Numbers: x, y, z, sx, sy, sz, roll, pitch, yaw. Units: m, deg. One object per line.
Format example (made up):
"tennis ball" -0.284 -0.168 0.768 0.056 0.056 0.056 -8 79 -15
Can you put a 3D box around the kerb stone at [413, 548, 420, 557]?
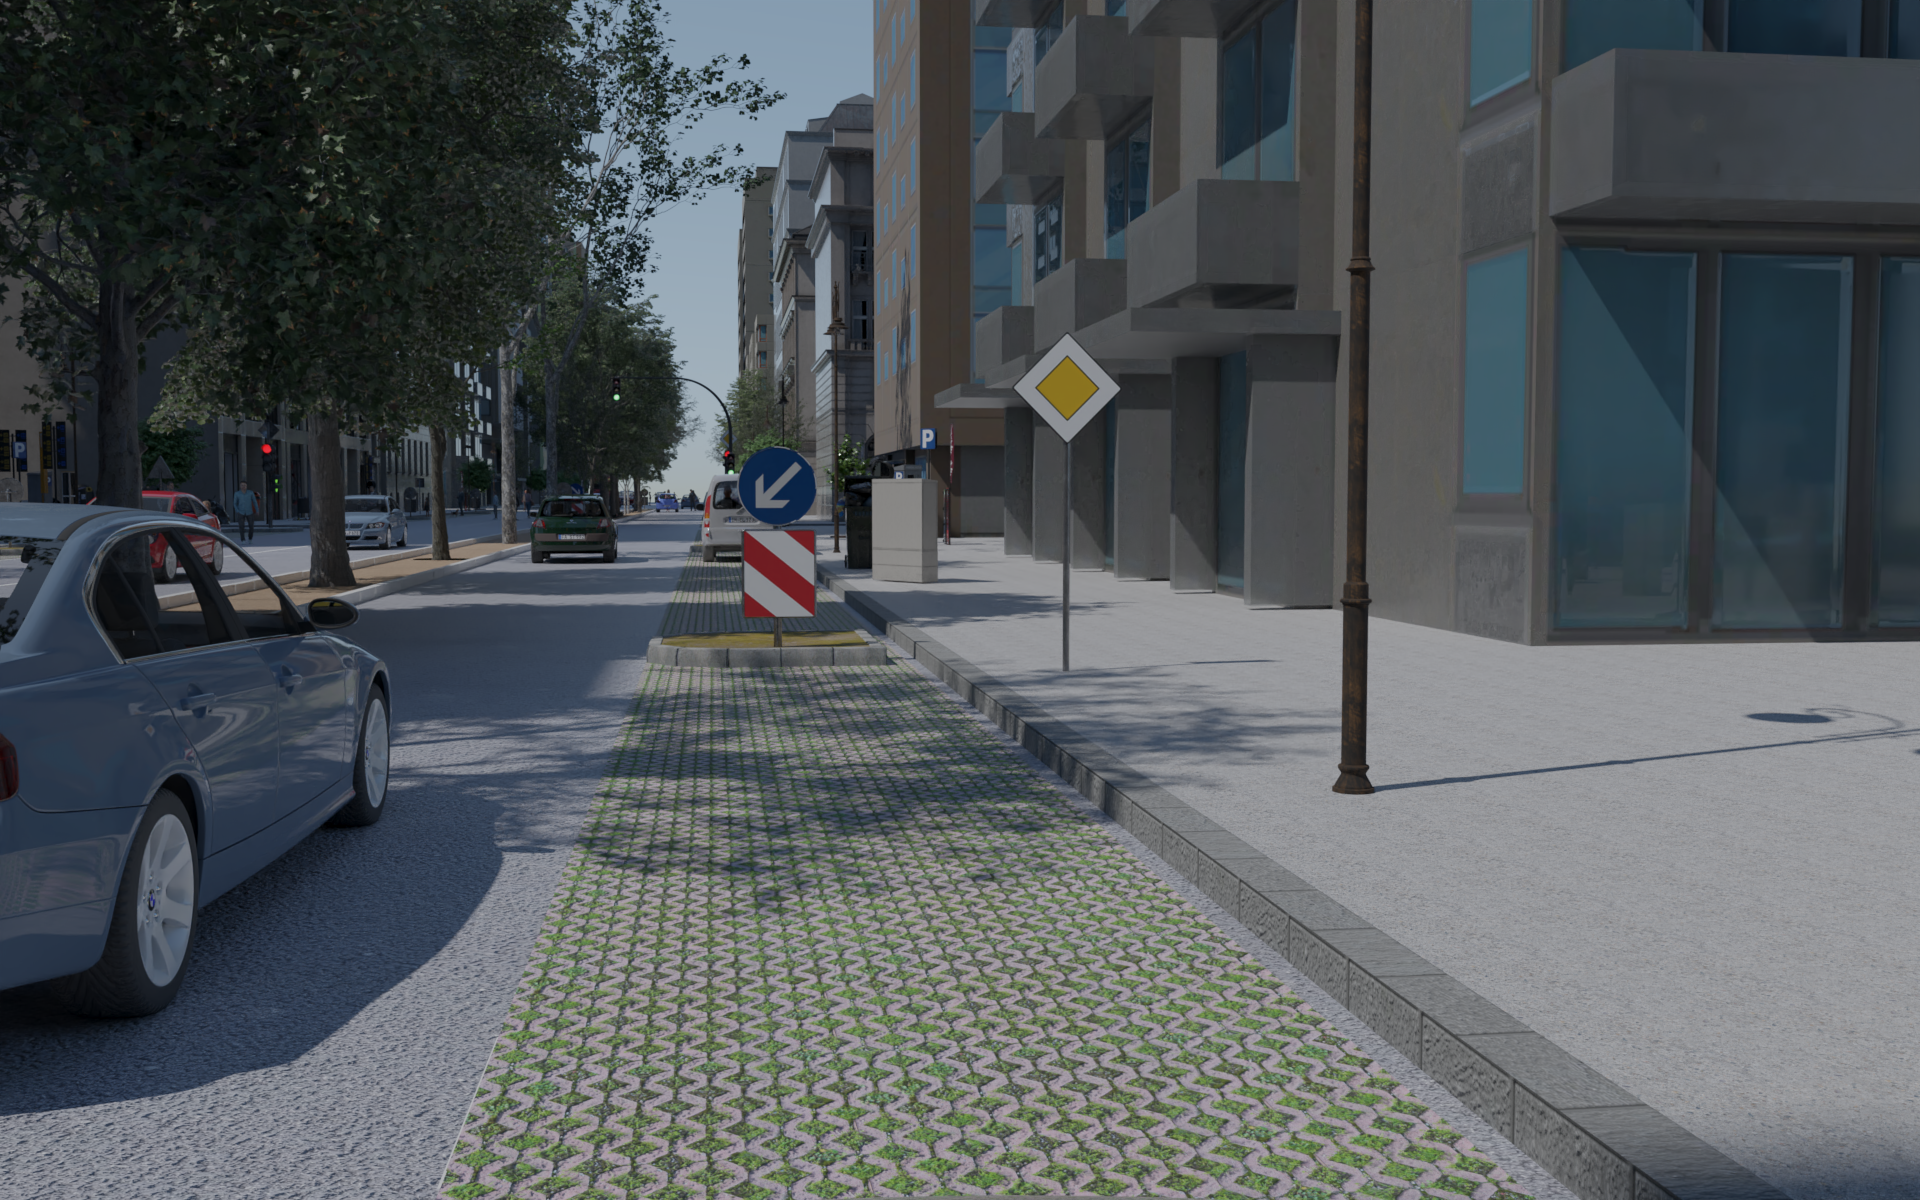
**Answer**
"kerb stone" -12.487 -1.052 39.394 0.120 0.150 1.000 -1 4 -8

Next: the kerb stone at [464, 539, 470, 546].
"kerb stone" -13.654 -1.547 47.520 0.120 0.150 1.000 -1 4 -8

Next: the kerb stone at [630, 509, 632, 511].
"kerb stone" -27.548 -7.478 144.467 0.120 0.150 1.000 -1 4 -8

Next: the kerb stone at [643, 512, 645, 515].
"kerb stone" -21.234 -5.694 115.305 0.120 0.150 1.000 -1 4 -8

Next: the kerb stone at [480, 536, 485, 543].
"kerb stone" -14.084 -1.735 50.570 0.120 0.150 1.000 -1 4 -8

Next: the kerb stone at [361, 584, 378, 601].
"kerb stone" -8.087 -0.077 23.475 0.120 0.150 1.000 -1 4 -8

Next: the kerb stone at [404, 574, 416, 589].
"kerb stone" -8.522 -0.262 26.529 0.120 0.150 1.000 -1 4 -8

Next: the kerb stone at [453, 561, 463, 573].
"kerb stone" -9.248 -0.575 31.600 0.120 0.150 1.000 -1 4 -8

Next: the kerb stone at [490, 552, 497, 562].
"kerb stone" -9.981 -0.880 36.664 0.120 0.150 1.000 -1 4 -8

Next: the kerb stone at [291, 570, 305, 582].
"kerb stone" -10.895 -0.368 28.223 0.120 0.150 1.000 -1 4 -8

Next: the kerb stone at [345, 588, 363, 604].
"kerb stone" -7.941 -0.016 22.450 0.120 0.150 1.000 -1 4 -8

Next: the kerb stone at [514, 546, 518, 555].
"kerb stone" -10.563 -1.128 40.725 0.120 0.150 1.000 -1 4 -8

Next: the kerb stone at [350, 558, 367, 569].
"kerb stone" -11.608 -0.677 33.291 0.120 0.150 1.000 -1 4 -8

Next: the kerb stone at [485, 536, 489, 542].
"kerb stone" -14.240 -1.797 51.580 0.120 0.150 1.000 -1 4 -8

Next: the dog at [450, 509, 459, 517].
"dog" -31.096 -5.336 106.530 0.540 0.507 0.406 -1 4 -19

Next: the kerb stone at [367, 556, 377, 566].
"kerb stone" -11.762 -0.741 34.308 0.120 0.150 1.000 -1 4 -8

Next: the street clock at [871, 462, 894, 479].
"street clock" -1.735 -2.109 39.050 0.471 2.002 0.358 1 4 23

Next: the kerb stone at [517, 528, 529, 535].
"kerb stone" -15.835 -2.480 62.739 0.120 0.150 1.000 -1 4 -8

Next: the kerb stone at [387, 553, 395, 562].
"kerb stone" -12.057 -0.865 36.346 0.120 0.150 1.000 -1 4 -8

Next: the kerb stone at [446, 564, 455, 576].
"kerb stone" -9.102 -0.507 30.583 0.120 0.150 1.000 -1 4 -8

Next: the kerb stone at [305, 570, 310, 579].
"kerb stone" -11.036 -0.419 29.237 0.120 0.150 1.000 -1 4 -8

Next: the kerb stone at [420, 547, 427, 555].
"kerb stone" -12.639 -1.113 40.410 0.120 0.150 1.000 -1 4 -8

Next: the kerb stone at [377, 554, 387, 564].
"kerb stone" -11.899 -0.803 35.327 0.120 0.150 1.000 -1 4 -8

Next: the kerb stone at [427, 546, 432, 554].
"kerb stone" -12.778 -1.176 41.429 0.120 0.150 1.000 -1 4 -8

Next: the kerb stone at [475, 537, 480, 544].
"kerb stone" -13.942 -1.673 49.552 0.120 0.150 1.000 -1 4 -8

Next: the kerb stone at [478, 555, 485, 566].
"kerb stone" -9.680 -0.761 34.642 0.120 0.150 1.000 -1 4 -8

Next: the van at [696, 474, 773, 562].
"van" -4.749 -1.875 37.675 2.013 2.044 4.112 0 4 -7

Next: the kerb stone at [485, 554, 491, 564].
"kerb stone" -9.832 -0.823 35.653 0.120 0.150 1.000 -1 4 -8

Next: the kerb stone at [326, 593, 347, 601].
"kerb stone" -7.792 0.047 21.434 0.120 0.150 1.000 -1 4 -8

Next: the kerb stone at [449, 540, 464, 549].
"kerb stone" -13.510 -1.482 46.509 0.120 0.150 1.000 -1 4 -8

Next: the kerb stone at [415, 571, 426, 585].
"kerb stone" -8.674 -0.327 27.540 0.120 0.150 1.000 -1 4 -8

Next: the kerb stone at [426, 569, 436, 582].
"kerb stone" -8.823 -0.389 28.551 0.120 0.150 1.000 -1 4 -8

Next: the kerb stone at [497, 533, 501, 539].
"kerb stone" -14.665 -1.983 54.618 0.120 0.150 1.000 -1 4 -8

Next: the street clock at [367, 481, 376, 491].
"street clock" -32.297 -5.534 95.056 0.471 2.002 0.358 2 4 28

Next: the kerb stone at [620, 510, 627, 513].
"kerb stone" -26.087 -6.858 134.316 0.120 0.150 1.000 -1 4 -8

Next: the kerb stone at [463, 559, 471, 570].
"kerb stone" -9.391 -0.637 32.612 0.120 0.150 1.000 -1 4 -8

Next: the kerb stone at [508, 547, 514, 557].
"kerb stone" -10.410 -1.071 39.714 0.120 0.150 1.000 -1 4 -8

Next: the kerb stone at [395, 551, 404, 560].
"kerb stone" -12.197 -0.921 37.359 0.120 0.150 1.000 -1 4 -8

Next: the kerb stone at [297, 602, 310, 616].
"kerb stone" -7.640 0.109 20.414 0.120 0.150 1.000 -1 4 -8

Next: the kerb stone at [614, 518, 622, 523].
"kerb stone" -17.173 -3.951 86.887 0.120 0.150 1.000 -1 4 -8

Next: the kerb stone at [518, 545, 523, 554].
"kerb stone" -10.702 -1.195 41.738 0.120 0.150 1.000 -1 4 -8

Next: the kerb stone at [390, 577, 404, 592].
"kerb stone" -8.375 -0.202 25.503 0.120 0.150 1.000 -1 4 -8

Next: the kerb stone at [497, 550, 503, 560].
"kerb stone" -10.125 -0.947 37.683 0.120 0.150 1.000 -1 4 -8

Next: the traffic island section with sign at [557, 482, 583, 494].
"traffic island section with sign" -16.478 -4.061 74.538 2.006 1.907 1.989 -1 4 -8

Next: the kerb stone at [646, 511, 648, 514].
"kerb stone" -21.970 -6.005 120.380 0.120 0.150 1.000 -1 4 -8

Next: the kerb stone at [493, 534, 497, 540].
"kerb stone" -14.525 -1.920 53.605 0.120 0.150 1.000 -1 4 -8

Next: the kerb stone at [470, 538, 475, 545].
"kerb stone" -13.805 -1.607 48.538 0.120 0.150 1.000 -1 4 -8

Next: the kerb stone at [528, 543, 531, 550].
"kerb stone" -10.991 -1.316 43.765 0.120 0.150 1.000 -1 4 -8

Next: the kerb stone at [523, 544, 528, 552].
"kerb stone" -10.845 -1.257 42.753 0.120 0.150 1.000 -1 4 -8

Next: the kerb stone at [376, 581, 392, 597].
"kerb stone" -8.229 -0.140 24.488 0.120 0.150 1.000 -1 4 -8

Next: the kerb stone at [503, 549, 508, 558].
"kerb stone" -10.267 -1.010 38.701 0.120 0.150 1.000 -1 4 -8

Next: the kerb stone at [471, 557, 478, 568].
"kerb stone" -9.545 -0.699 33.628 0.120 0.150 1.000 -1 4 -8

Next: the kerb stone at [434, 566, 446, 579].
"kerb stone" -8.961 -0.451 29.567 0.120 0.150 1.000 -1 4 -8

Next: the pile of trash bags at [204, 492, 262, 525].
"pile of trash bags" -31.321 -3.874 73.091 3.447 1.369 1.912 -2 4 -29

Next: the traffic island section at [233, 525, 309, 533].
"traffic island section" -26.070 -2.640 65.449 2.009 0.180 2.903 -1 4 -8

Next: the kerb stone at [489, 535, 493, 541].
"kerb stone" -14.387 -1.859 52.592 0.120 0.150 1.000 -1 4 -8

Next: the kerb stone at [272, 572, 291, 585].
"kerb stone" -10.744 -0.307 27.212 0.120 0.150 1.000 -1 4 -8

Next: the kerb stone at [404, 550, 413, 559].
"kerb stone" -12.333 -0.990 38.378 0.120 0.150 1.000 -1 4 -8

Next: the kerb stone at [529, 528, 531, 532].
"kerb stone" -15.983 -2.537 63.755 0.120 0.150 1.000 -1 4 -8
